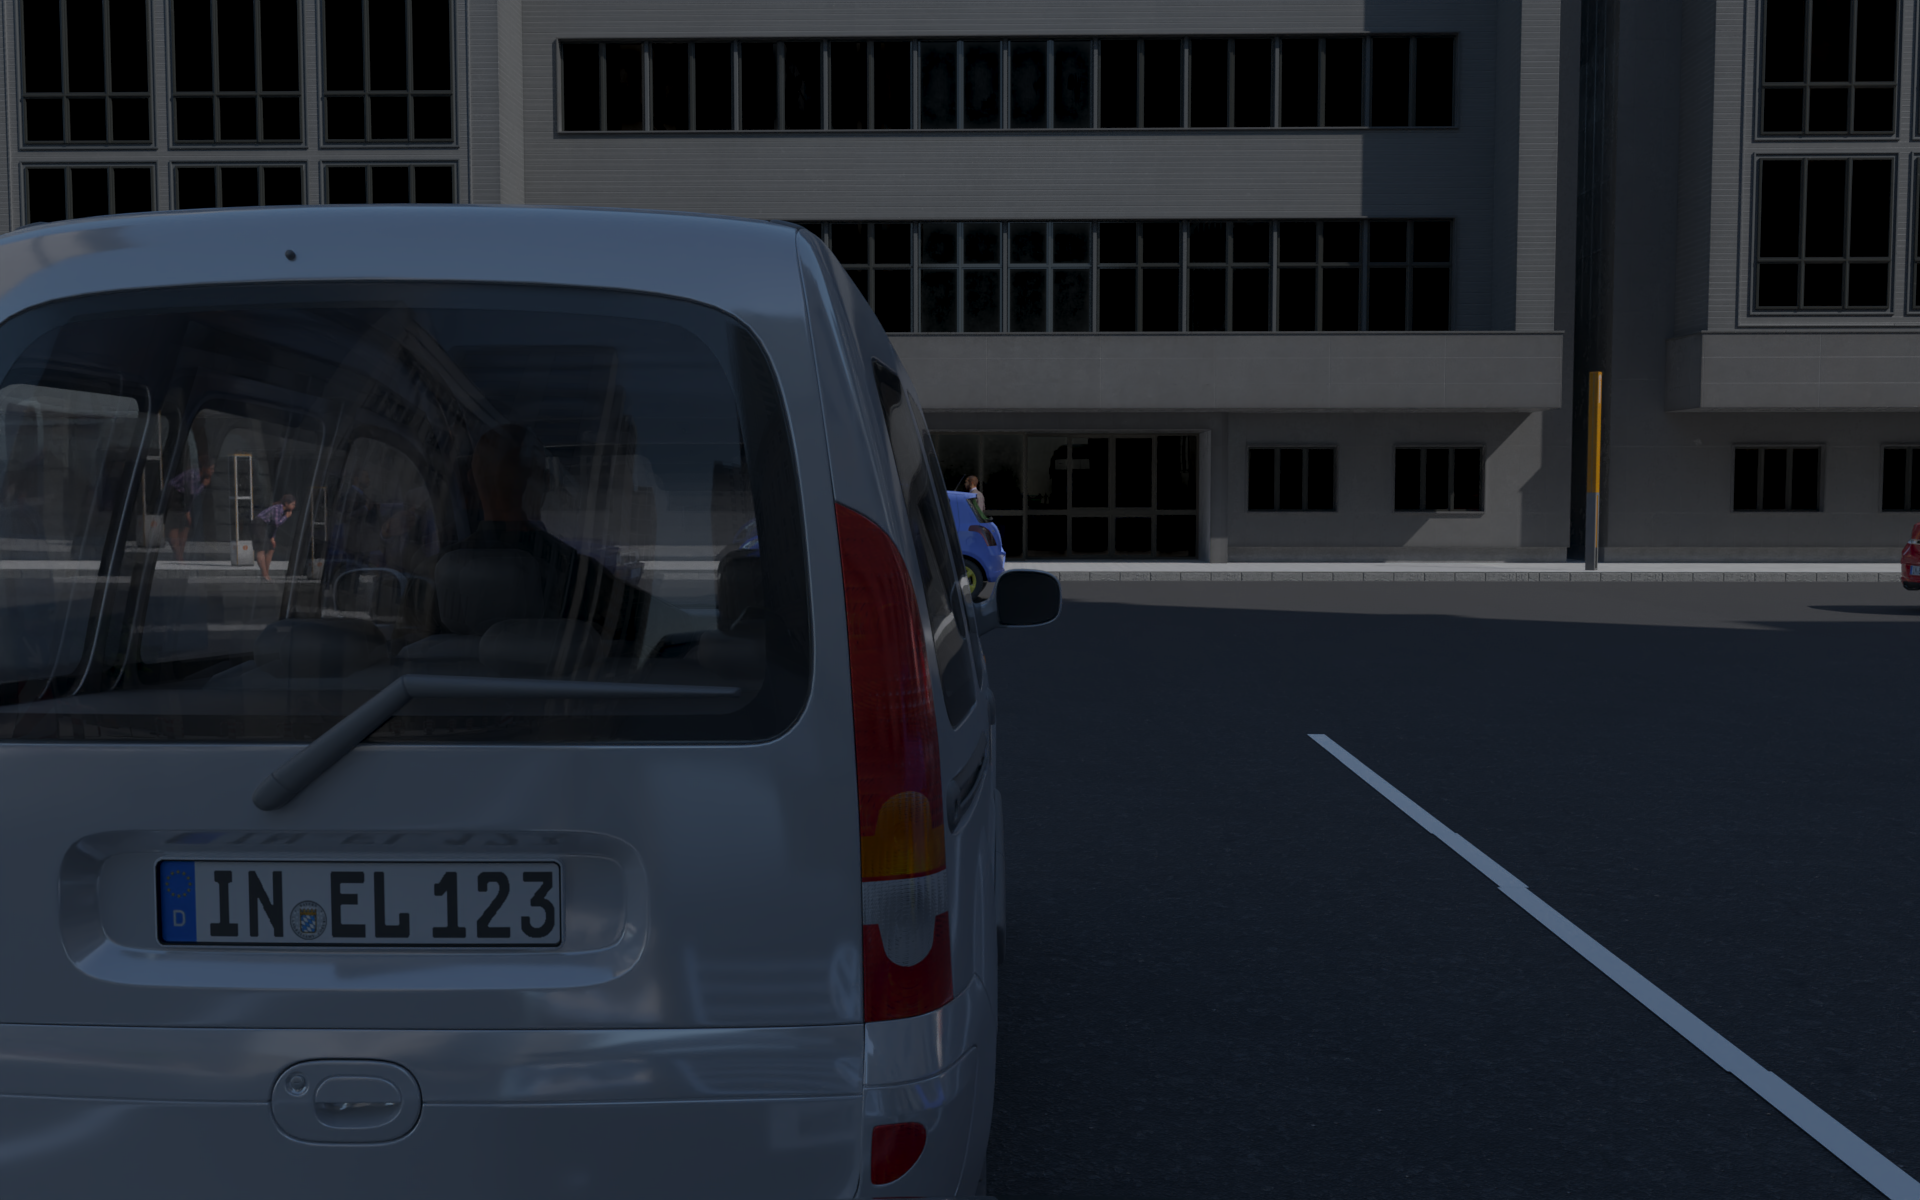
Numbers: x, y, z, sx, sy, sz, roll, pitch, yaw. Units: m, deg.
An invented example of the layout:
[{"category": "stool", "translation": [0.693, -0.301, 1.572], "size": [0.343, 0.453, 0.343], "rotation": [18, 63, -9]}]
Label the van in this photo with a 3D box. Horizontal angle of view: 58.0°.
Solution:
[{"category": "van", "translation": [-0.738, 0.172, 4.193], "size": [2.013, 2.044, 4.112], "rotation": [0, 4, 1]}]

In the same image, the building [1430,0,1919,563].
[{"category": "building", "translation": [27.030, -13.293, 36.404], "size": [30.058, 24.678, 14.314], "rotation": [0, 4, 1]}]

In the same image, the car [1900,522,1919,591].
[{"category": "car", "translation": [13.769, -0.713, 20.702], "size": [4.494, 1.783, 2.155], "rotation": [0, 4, 3]}]

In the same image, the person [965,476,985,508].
[{"category": "person", "translation": [0.159, -1.140, 27.967], "size": [0.431, 1.722, 0.655], "rotation": [2, 4, 25]}]

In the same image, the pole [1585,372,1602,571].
[{"category": "pole", "translation": [10.613, -2.151, 29.015], "size": [0.158, 3.312, 0.155], "rotation": [0, 3, 0]}]

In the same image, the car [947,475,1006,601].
[{"category": "car", "translation": [-1.228, -0.846, 23.429], "size": [3.694, 1.707, 1.945], "rotation": [0, 4, 3]}]

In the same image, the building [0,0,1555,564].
[{"category": "building", "translation": [-3.491, -13.340, 37.182], "size": [30.058, 24.678, 14.314], "rotation": [0, 4, 1]}]
